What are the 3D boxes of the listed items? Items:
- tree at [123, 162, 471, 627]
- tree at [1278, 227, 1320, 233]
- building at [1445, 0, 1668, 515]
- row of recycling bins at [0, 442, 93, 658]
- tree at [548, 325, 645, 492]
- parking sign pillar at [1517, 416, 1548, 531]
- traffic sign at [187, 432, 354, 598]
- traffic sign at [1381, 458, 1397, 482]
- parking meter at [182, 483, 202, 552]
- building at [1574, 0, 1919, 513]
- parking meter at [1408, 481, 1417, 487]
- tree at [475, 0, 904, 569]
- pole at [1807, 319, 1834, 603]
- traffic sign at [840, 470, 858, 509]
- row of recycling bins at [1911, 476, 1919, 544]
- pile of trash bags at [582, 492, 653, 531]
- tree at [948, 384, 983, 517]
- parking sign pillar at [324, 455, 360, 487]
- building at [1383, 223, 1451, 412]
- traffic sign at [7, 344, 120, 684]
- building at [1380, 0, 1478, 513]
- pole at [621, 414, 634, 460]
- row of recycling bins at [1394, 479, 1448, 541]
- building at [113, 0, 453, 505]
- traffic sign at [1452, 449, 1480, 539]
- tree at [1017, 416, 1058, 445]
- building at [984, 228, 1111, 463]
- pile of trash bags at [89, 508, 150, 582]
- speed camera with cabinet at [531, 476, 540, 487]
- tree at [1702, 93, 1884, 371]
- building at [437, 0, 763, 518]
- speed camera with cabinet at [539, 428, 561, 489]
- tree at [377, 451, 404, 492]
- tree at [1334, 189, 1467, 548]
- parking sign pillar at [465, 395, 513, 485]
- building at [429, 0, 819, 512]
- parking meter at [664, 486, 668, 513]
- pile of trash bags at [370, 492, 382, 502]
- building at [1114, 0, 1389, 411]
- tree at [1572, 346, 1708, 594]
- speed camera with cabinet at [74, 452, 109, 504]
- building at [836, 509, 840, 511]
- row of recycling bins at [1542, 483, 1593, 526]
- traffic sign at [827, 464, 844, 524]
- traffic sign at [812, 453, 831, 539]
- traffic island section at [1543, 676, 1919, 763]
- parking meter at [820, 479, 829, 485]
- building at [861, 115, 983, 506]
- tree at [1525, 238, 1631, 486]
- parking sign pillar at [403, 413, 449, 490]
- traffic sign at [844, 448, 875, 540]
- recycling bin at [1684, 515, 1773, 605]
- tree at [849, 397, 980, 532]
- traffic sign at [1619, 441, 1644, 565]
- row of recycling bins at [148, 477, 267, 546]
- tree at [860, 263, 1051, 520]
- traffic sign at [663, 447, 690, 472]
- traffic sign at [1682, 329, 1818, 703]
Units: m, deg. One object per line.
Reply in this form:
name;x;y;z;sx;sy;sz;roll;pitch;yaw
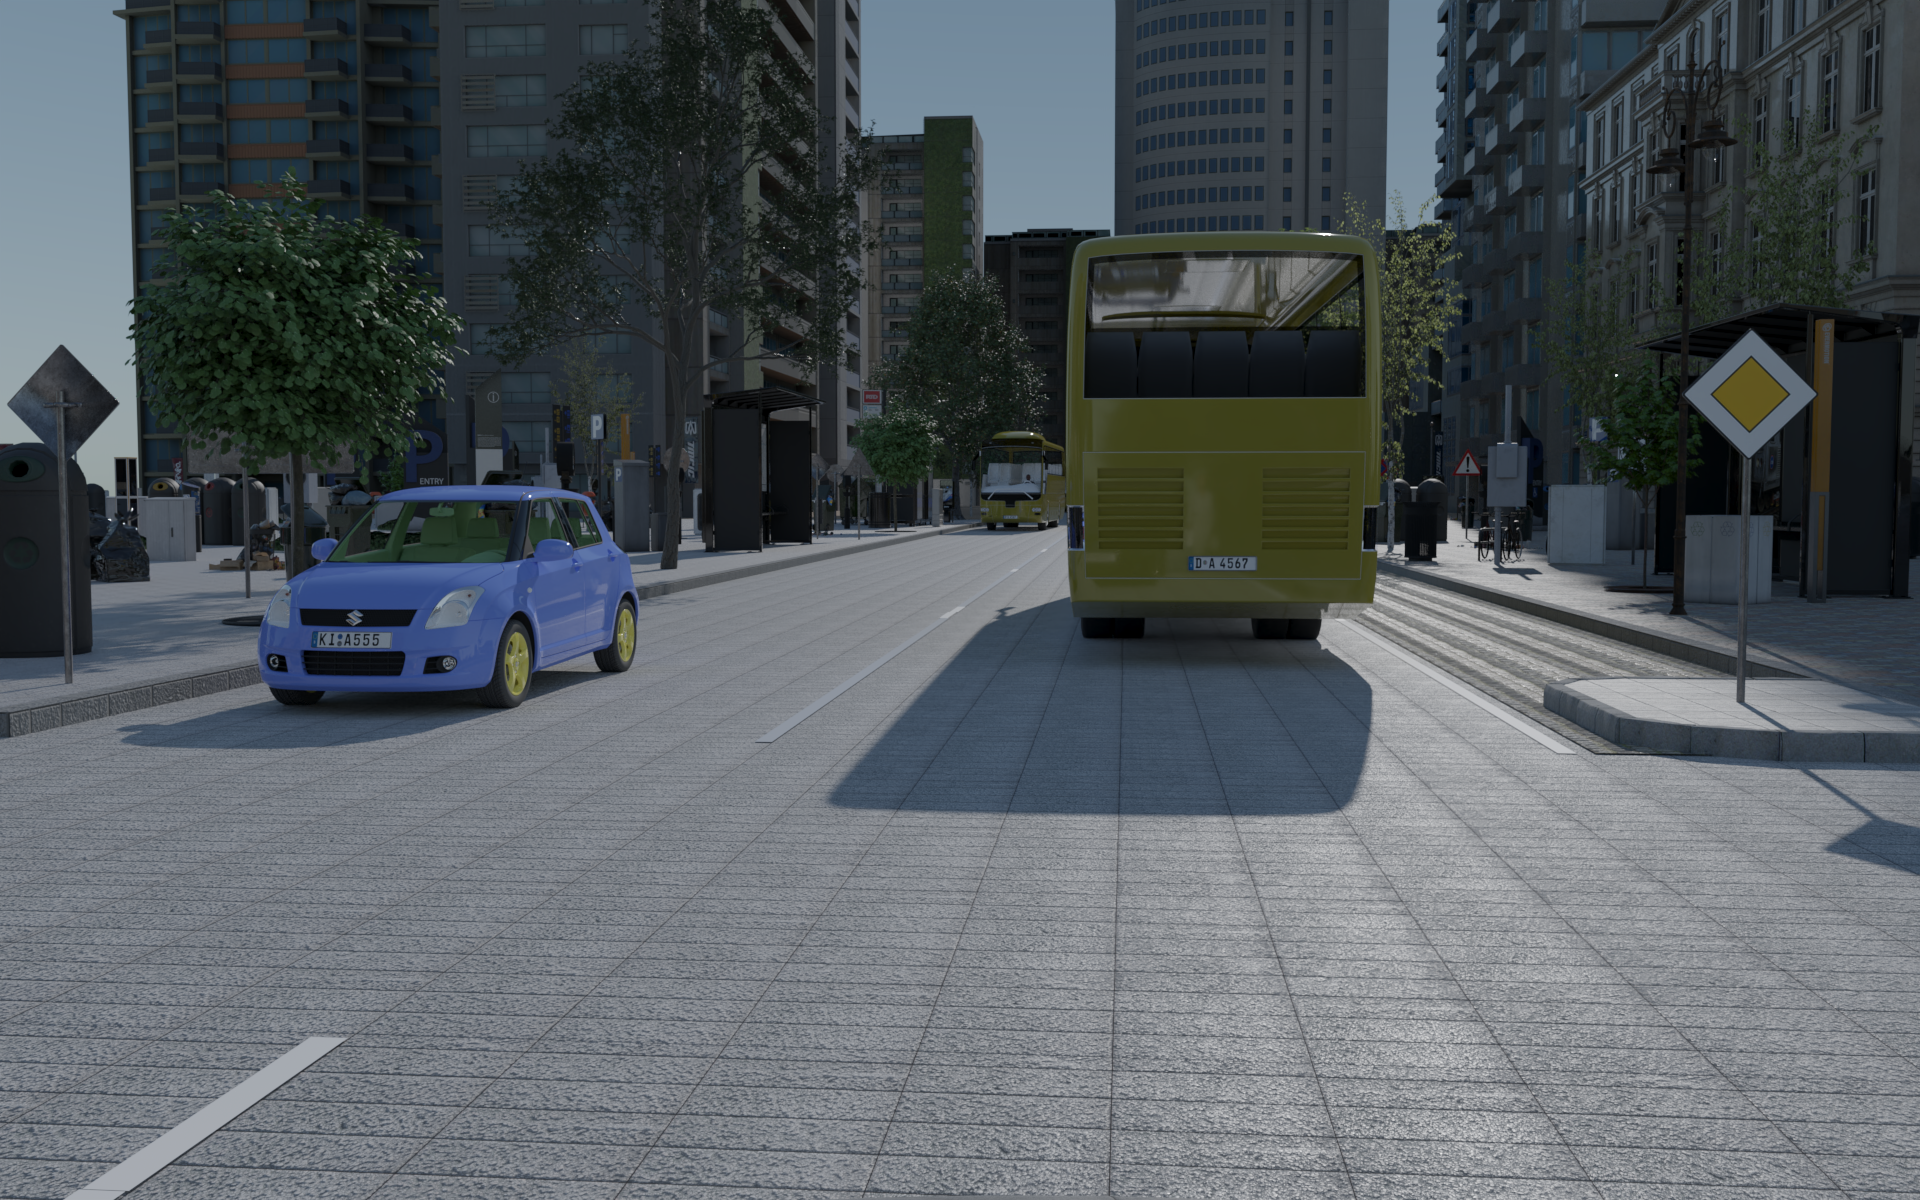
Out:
tree;-6.625;-2.050;17.239;4.285;4.588;4.351;0;3;0
tree;14.112;-9.520;73.783;7.486;12.596;7.792;0;3;0
building;41.465;-29.258;97.969;23.786;49.044;30.456;0;4;5
row of recycling bins;-8.760;-0.427;14.088;3.534;1.692;1.069;0;4;7
tree;-15.936;-7.618;74.913;4.360;8.622;3.978;0;3;0
parking sign pillar;19.852;-4.395;60.333;1.447;3.967;1.447;3;5;43
traffic sign;-8.462;-1.671;21.194;2.265;3.308;0.079;1;4;12
traffic sign;14.909;-3.690;60.437;0.768;2.556;0.104;1;4;11
parking meter;-16.899;-1.816;38.099;0.372;1.533;0.369;0;3;0
building;33.070;-15.032;64.863;14.460;24.649;34.723;0;4;5
parking meter;20.007;-4.343;76.716;0.399;1.863;0.255;1;4;23
tree;-4.654;-5.798;29.218;7.601;10.594;8.767;1;4;14
pole;10.106;-1.620;20.335;0.158;3.312;0.155;0;3;0
traffic sign;-4.478;-4.222;70.209;0.795;2.450;0.064;1;4;9
row of recycling bins;21.954;-2.062;40.822;3.534;1.692;1.069;3;4;38
pile of trash bags;-13.022;-3.384;65.080;3.447;1.369;1.912;3;4;36
tree;0.874;-9.057;98.442;4.360;8.622;3.978;0;3;0
parking sign pillar;-24.224;-4.855;67.856;1.447;3.967;1.447;-2;4;-27
building;51.947;-25.434;187.547;14.107;30.474;14.160;0;4;5
traffic sign;-6.034;-0.491;11.673;0.795;2.450;0.064;0;4;5
building;43.874;-49.831;127.406;22.319;86.520;31.000;0;4;5
pole;-8.502;-3.073;44.079;0.158;3.312;0.155;0;3;0
row of recycling bins;11.636;-2.489;47.809;3.534;1.692;1.069;1;4;13
building;-51.156;-29.818;142.146;28.867;44.769;22.147;0;4;5
traffic sign;14.603;-3.050;49.869;0.884;2.594;0.081;0;4;7
tree;6.683;-12.456;154.025;4.360;8.622;3.978;0;3;0
building;9.785;-25.658;191.216;14.107;30.474;14.160;0;4;5
pile of trash bags;-13.667;-0.932;24.990;3.447;1.369;1.912;-3;4;-38
speed camera with cabinet;-21.460;-5.692;87.405;0.660;3.252;2.038;-2;4;-27
tree;15.257;-5.035;32.687;4.737;8.622;4.395;0;3;0
building;-19.237;-25.175;95.201;14.154;41.232;14.086;0;4;5
speed camera with cabinet;-11.937;-3.472;51.101;0.660;3.252;2.038;-1;4;-16
tree;-25.045;-5.021;76.692;1.663;3.219;1.824;0;3;0
tree;10.080;-5.554;41.169;4.360;8.622;3.978;0;3;0
parking sign pillar;-12.901;-3.612;47.535;1.447;3.967;1.447;2;4;33
building;-21.684;-29.954;113.448;21.300;48.544;21.600;0;4;5
parking meter;-9.286;-2.883;55.555;0.372;1.533;0.369;0;3;0
pile of trash bags;-23.201;-3.875;73.115;3.447;1.369;1.912;-2;4;-24
building;31.080;-39.679;190.743;28.212;58.520;21.231;0;4;5
tree;8.890;-1.721;22.741;1.663;3.219;1.824;0;3;0
speed camera with cabinet;-35.323;-4.623;69.930;0.660;3.252;2.038;1;4;15
building;-22.501;-36.549;139.568;28.212;58.520;21.231;0;4;5
row of recycling bins;22.174;-3.522;64.694;3.534;1.692;1.069;0;4;-8
traffic sign;-5.323;-4.518;73.972;0.768;2.556;0.104;0;4;7
traffic sign;-4.045;-2.932;49.119;0.795;2.450;0.064;1;4;14
traffic island section;4.832;0.709;10.687;2.009;0.180;2.903;0;4;5
parking meter;-5.254;-3.748;66.994;0.399;1.863;0.255;0;4;-4
building;-4.818;-31.035;191.019;14.086;41.232;14.154;0;4;5
tree;18.747;-6.141;50.762;4.737;8.622;4.395;0;3;0
parking sign pillar;-16.227;-3.924;52.637;1.447;3.967;1.447;-1;4;-16
traffic sign;-2.834;-2.971;48.575;0.884;2.594;0.081;1;4;12
recycling bin;9.061;-0.482;20.428;0.722;1.027;0.722;-3;4;-36
tree;-2.114;-4.583;58.647;4.285;4.588;4.351;0;3;0
traffic sign;12.204;-1.786;31.339;0.606;2.300;0.079;1;4;12
row of recycling bins;-18.982;-2.237;43.695;3.534;1.692;1.069;1;4;21
tree;-0.143;-10.348;86.193;9.611;12.733;9.660;0;3;0
traffic sign;-7.569;-2.817;46.159;0.768;2.556;0.104;1;4;13
traffic sign;4.808;-0.426;10.612;0.795;2.450;0.064;0;4;5
